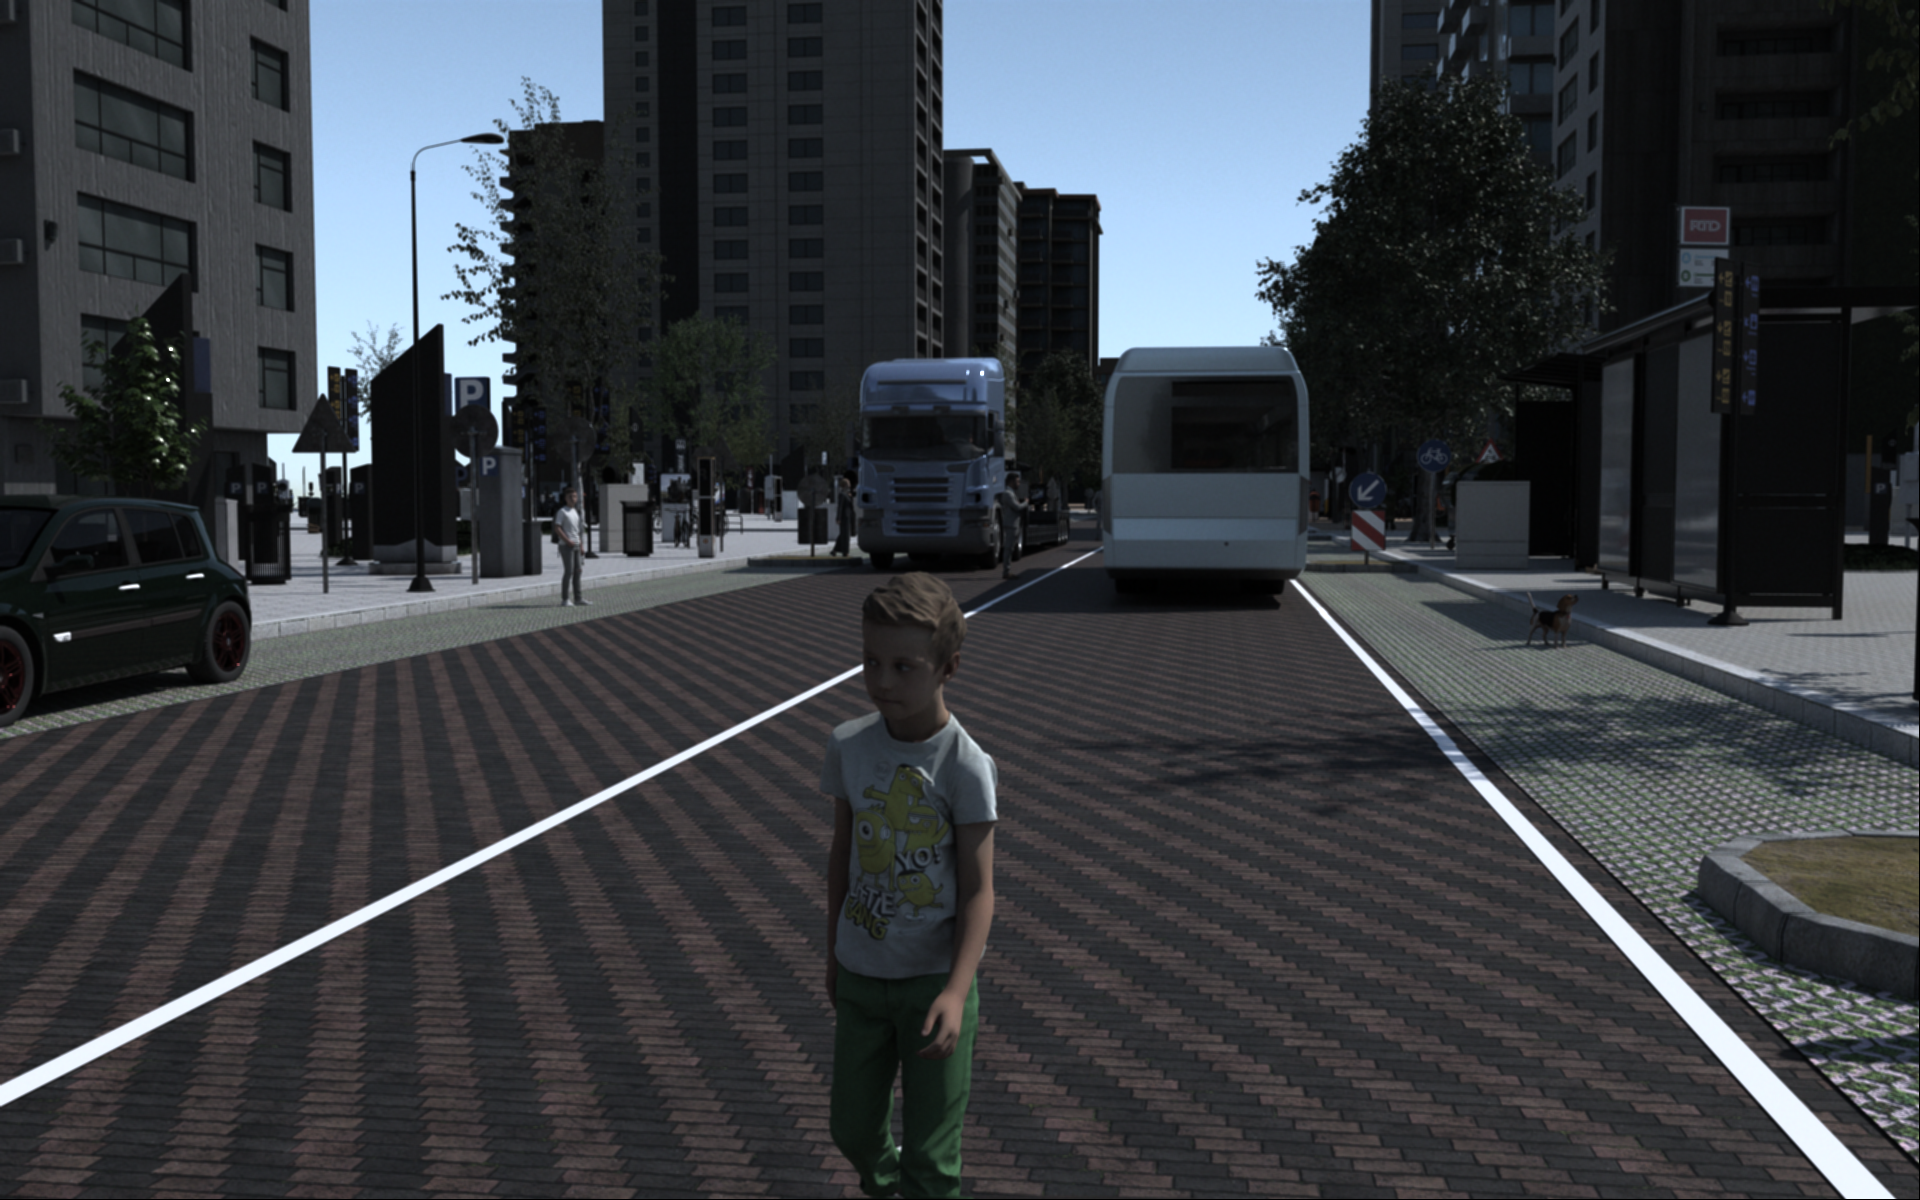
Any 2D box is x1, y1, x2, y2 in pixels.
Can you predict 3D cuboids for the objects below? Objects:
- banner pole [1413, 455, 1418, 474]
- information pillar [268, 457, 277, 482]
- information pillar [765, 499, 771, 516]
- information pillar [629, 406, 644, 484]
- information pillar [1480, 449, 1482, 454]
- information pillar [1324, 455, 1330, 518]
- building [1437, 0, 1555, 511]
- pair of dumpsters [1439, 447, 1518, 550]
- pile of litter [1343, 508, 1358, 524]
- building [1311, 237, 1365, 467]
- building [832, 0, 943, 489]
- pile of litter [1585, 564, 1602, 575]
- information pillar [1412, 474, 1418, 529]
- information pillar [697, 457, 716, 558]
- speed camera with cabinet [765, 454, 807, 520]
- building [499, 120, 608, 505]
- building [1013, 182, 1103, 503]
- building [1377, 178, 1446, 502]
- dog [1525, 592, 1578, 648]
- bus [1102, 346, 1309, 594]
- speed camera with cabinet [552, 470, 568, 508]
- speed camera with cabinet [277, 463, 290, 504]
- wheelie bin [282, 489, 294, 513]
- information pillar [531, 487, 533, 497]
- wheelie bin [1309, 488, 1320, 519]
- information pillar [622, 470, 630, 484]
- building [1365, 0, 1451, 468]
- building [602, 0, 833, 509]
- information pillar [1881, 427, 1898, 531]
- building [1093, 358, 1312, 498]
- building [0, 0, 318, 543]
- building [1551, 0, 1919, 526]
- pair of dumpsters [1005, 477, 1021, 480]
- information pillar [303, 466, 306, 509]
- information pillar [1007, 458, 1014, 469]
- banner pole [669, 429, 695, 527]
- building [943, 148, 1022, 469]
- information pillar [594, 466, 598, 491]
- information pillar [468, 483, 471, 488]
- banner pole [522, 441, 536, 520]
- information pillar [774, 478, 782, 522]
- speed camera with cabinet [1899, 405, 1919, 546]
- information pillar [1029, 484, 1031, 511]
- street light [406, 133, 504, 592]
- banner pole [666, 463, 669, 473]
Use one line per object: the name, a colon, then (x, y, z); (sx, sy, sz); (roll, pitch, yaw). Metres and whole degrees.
banner pole: (29.553, -7.480, 112.319); (0.863, 3.779, 0.401); (-2, 4, -35)
information pillar: (-42.732, -7.113, 107.644); (0.504, 3.616, 0.183); (-2, 4, -29)
information pillar: (-11.348, -5.972, 102.139); (0.304, 2.012, 0.304); (-1, 4, -16)
information pillar: (-8.658, -3.364, 46.364); (0.183, 3.616, 0.504); (2, 4, 30)
information pillar: (23.679, -5.319, 78.315); (0.183, 3.616, 0.504); (-3, 5, -45)
information pillar: (20.116, -6.302, 94.391); (0.504, 3.616, 0.183); (2, 4, 28)
building: (44.807, -30.478, 117.920); (23.786, 49.044, 30.456); (1, 4, 8)
pair of dumpsters: (11.566, -2.161, 37.823); (1.574, 2.255, 4.437); (0, 4, 8)
pile of litter: (16.907, -3.664, 73.868); (1.176, 0.858, 1.719); (1, 4, 9)
building: (60.862, -33.720, 243.203); (23.993, 40.220, 32.217); (1, 4, 8)
building: (-10.096, -43.609, 151.253); (20.563, 71.187, 20.611); (1, 4, 8)
pile of litter: (10.637, -0.827, 27.488); (1.176, 0.858, 1.719); (0, 4, 1)
information pillar: (16.489, -3.532, 62.247); (0.304, 2.012, 0.304); (-2, 4, -29)
information pillar: (-5.092, -1.854, 34.810); (0.304, 2.012, 0.304); (0, 4, 2)
speed camera with cabinet: (-8.731, -5.618, 86.197); (2.038, 3.252, 0.660); (2, 4, 31)
building: (-44.671, -33.929, 204.855); (14.200, 45.320, 14.600); (1, 4, 8)
building: (5.341, -36.168, 245.974); (28.867, 44.769, 22.147); (1, 4, 8)
building: (44.473, -23.134, 149.946); (14.160, 30.474, 14.107); (1, 4, 8)
dog: (5.520, 0.190, 16.174); (0.540, 0.507, 0.406); (2, 4, 30)
bus: (3.846, -2.038, 28.187); (2.948, 3.499, 13.247); (0, 4, 7)
speed camera with cabinet: (-32.277, -8.922, 140.208); (0.660, 3.252, 2.038); (1, 4, 15)
speed camera with cabinet: (-43.546, -7.049, 109.580); (2.038, 3.252, 0.660); (-1, 4, -12)
wheelie bin: (-45.892, -6.742, 118.146); (0.980, 1.594, 0.693); (0, 4, -5)
information pillar: (-31.629, -7.513, 127.322); (0.304, 2.012, 0.304); (3, 5, 42)
wheelie bin: (17.858, -4.868, 87.500); (0.693, 1.594, 0.980); (1, 4, 14)
information pillar: (-10.307, -3.024, 53.936); (0.304, 2.012, 0.304); (2, 4, 31)
building: (53.944, -39.223, 183.299); (21.231, 58.520, 28.212); (1, 4, 8)
building: (-27.342, -46.487, 198.312); (20.611, 71.187, 20.563); (1, 4, 8)
information pillar: (32.422, -4.226, 60.450); (0.504, 3.616, 0.183); (2, 4, 32)
building: (34.231, -24.442, 244.662); (28.899, 21.520, 27.650); (1, 4, 8)
building: (-24.339, -16.526, 41.904); (14.107, 30.474, 14.160); (1, 4, 8)
building: (34.242, -18.585, 75.560); (14.107, 30.474, 14.160); (1, 4, 8)
pair of dumpsters: (2.468, -5.325, 89.550); (1.574, 2.255, 4.437); (1, 4, 8)
information pillar: (-55.173, -9.441, 145.721); (0.183, 3.616, 0.504); (-1, 4, -13)
information pillar: (3.279, -7.342, 111.403); (0.504, 3.616, 0.183); (-2, 4, -27)
banner pole: (-10.579, -4.683, 66.578); (0.863, 3.779, 0.401); (-2, 4, -33)
building: (-6.049, -30.508, 190.684); (23.993, 40.220, 32.217); (1, 4, 8)
information pillar: (-29.954, -9.247, 142.542); (0.183, 3.616, 0.504); (-3, 5, -43)
information pillar: (-33.831, -7.060, 119.928); (0.304, 2.012, 0.304); (3, 4, 38)
banner pole: (-17.825, -5.027, 72.216); (0.401, 3.779, 0.863); (-3, 4, -39)
information pillar: (-8.415, -4.619, 80.017); (0.304, 2.012, 0.304); (-1, 4, -19)
speed camera with cabinet: (21.609, -2.661, 37.838); (0.660, 3.252, 2.038); (-1, 4, -22)
information pillar: (4.939, -7.339, 124.488); (0.304, 2.012, 0.304); (0, 4, -6)
street light: (-6.560, -3.057, 22.529); (1.470, 5.913, 1.316); (1, 4, 8)
banner pole: (-23.113, -9.038, 137.785); (0.863, 3.779, 0.401); (-2, 4, -33)
